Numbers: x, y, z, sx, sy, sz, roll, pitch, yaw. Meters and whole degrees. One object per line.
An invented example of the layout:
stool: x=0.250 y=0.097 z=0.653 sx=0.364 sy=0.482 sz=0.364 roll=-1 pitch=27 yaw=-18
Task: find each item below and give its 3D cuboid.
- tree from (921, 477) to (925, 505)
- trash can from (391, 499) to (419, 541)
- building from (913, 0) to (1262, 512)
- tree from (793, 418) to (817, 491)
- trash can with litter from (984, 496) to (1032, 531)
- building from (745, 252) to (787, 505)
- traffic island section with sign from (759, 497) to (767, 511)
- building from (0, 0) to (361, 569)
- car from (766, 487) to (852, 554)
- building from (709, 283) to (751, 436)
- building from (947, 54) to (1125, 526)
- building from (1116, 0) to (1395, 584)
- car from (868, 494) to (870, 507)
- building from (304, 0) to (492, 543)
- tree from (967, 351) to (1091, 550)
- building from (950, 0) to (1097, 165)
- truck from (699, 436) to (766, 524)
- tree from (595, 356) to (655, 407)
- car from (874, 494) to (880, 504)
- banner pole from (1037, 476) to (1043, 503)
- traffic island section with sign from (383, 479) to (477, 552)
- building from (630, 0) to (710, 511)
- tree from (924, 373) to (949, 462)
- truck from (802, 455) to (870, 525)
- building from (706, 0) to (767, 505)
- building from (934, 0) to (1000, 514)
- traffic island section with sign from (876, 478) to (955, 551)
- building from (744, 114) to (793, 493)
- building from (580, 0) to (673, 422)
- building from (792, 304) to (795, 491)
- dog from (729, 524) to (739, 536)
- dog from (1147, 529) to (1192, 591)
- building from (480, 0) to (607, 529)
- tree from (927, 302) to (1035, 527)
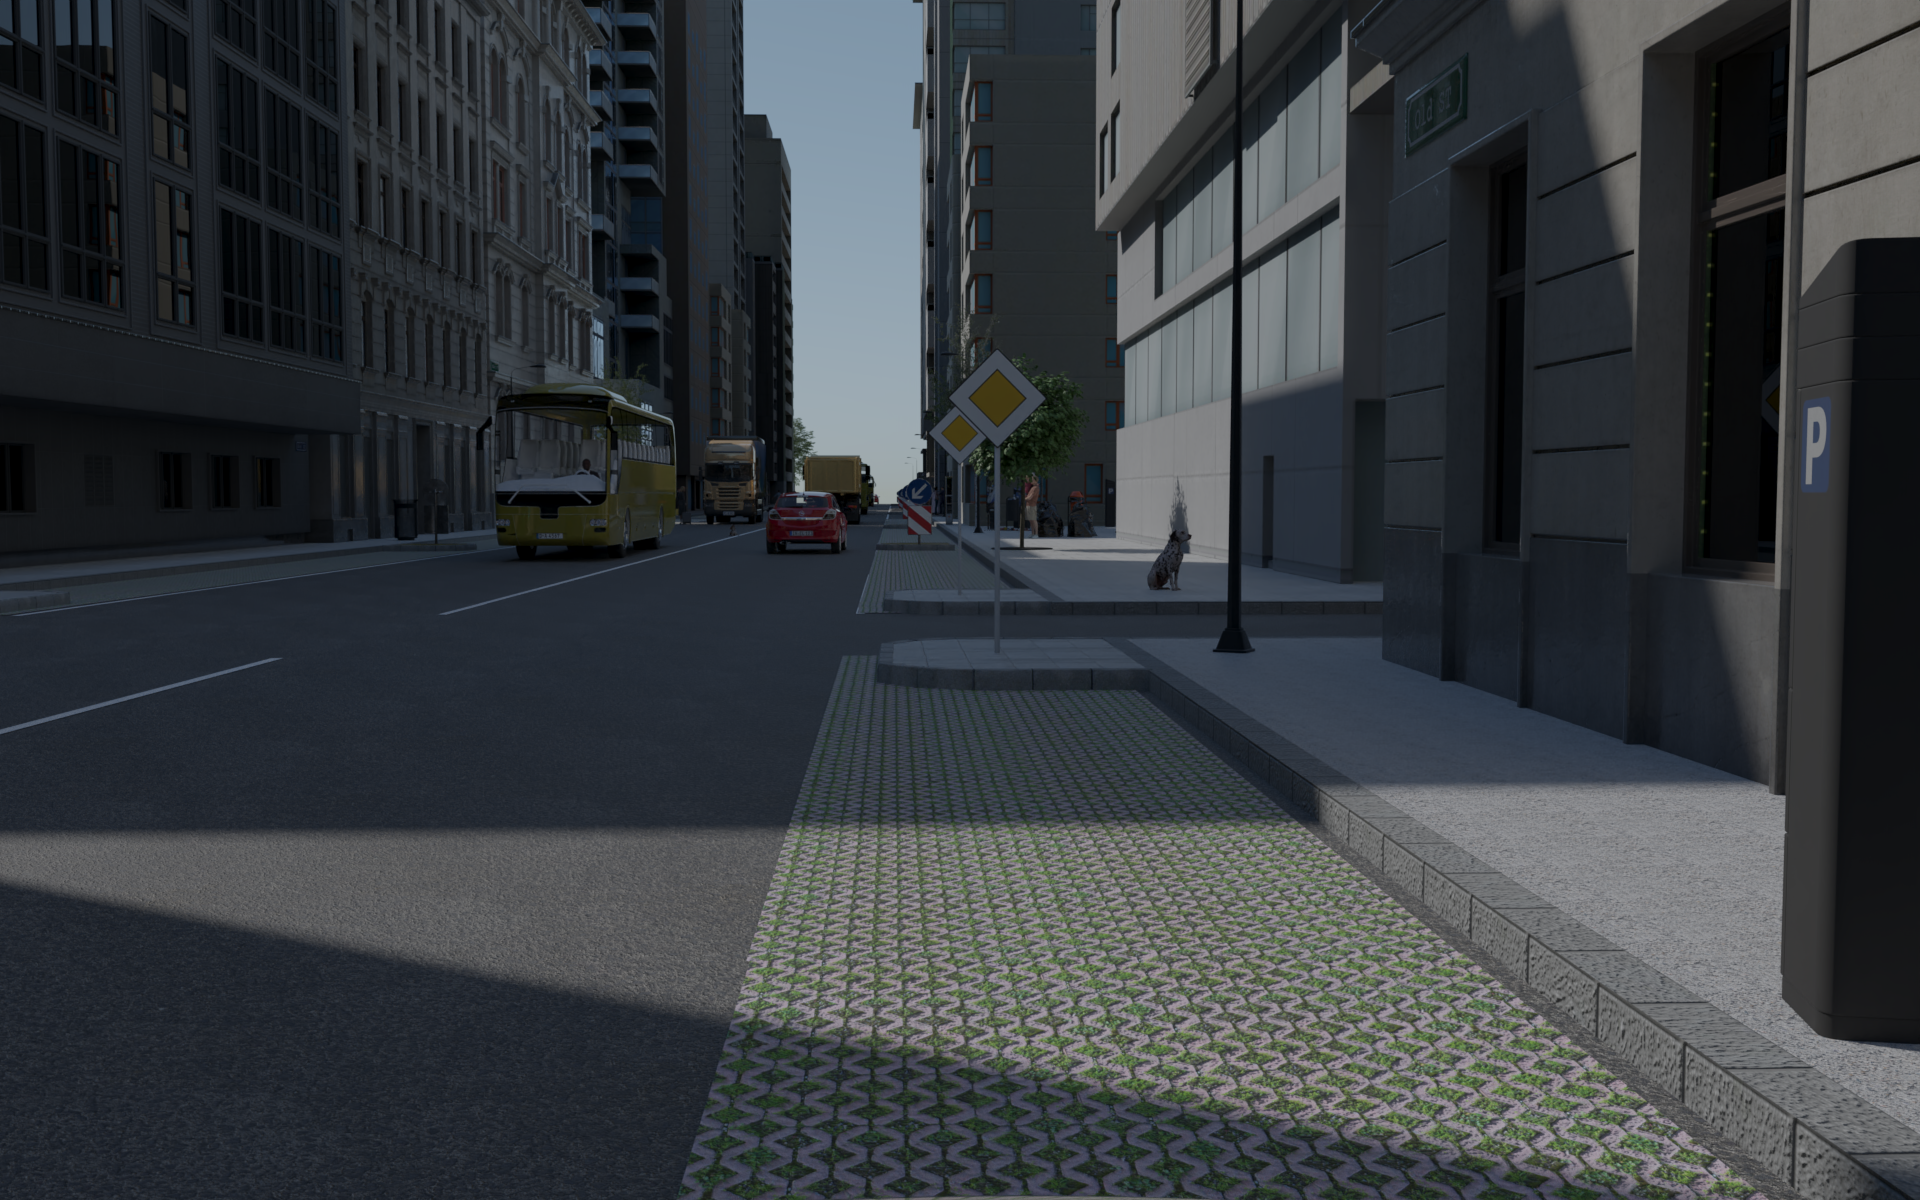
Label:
tree: x=-4.107 y=-11.557 z=183.563 sx=1.663 sy=3.219 sz=1.824 roll=0 pitch=3 yaw=0
trash can: x=-15.350 y=-2.221 z=47.963 sx=0.748 sy=1.137 sz=0.748 roll=0 pitch=3 yaw=0
building: x=10.197 y=-34.856 z=159.141 sx=28.713 sy=52.752 sz=27.495 roll=0 pitch=4 yaw=-2
tree: x=-24.406 y=-20.648 z=255.724 sx=7.486 sy=12.596 sz=7.792 roll=0 pitch=3 yaw=0
trash can with litter: x=2.086 y=-3.005 z=60.197 sx=2.233 sy=1.210 sz=1.678 roll=3 pitch=4 yaw=37
building: x=-28.341 y=-26.642 z=207.305 sx=14.160 sy=30.474 sz=14.107 roll=0 pitch=4 yaw=-2
traffic island section with sign: x=-17.338 y=-8.550 z=148.426 sx=1.989 sy=1.847 sz=2.006 roll=0 pitch=4 yaw=-2
building: x=-21.879 y=-14.590 z=32.046 sx=14.314 sy=27.812 sz=24.014 roll=0 pitch=4 yaw=-2
car: x=-3.772 y=-2.077 z=42.999 sx=2.155 sy=1.783 sz=4.494 roll=0 pitch=4 yaw=-1
building: x=-33.916 y=-19.033 z=156.231 sx=27.650 sy=21.520 sz=28.899 roll=0 pitch=4 yaw=-2
building: x=13.637 y=-14.573 z=83.311 sx=27.650 sy=21.520 sz=28.899 roll=0 pitch=4 yaw=-2
building: x=17.240 y=-27.239 z=34.595 sx=27.495 sy=52.752 sz=28.713 roll=0 pitch=4 yaw=-2
car: x=-11.425 y=-11.546 z=197.449 sx=2.281 sy=1.827 sz=5.304 roll=0 pitch=4 yaw=-2
building: x=-21.397 y=-12.492 z=53.388 sx=9.793 sy=20.994 sz=18.267 roll=0 pitch=4 yaw=-2
tree: x=1.372 y=-3.449 z=40.099 sx=4.285 sy=4.588 sz=4.351 roll=0 pitch=3 yaw=0
building: x=6.330 y=-26.059 z=109.661 sx=14.154 sy=41.232 sz=14.086 roll=0 pitch=4 yaw=-2
truck: x=-11.121 y=-5.931 z=85.880 sx=2.839 sy=4.237 sz=11.283 roll=0 pitch=4 yaw=-3
tree: x=-17.928 y=-8.654 z=91.859 sx=4.737 sy=8.622 sz=4.395 roll=0 pitch=3 yaw=0
car: x=-12.617 y=-14.753 z=250.244 sx=2.155 sy=1.783 sz=4.494 roll=0 pitch=4 yaw=-4
banner pole: x=2.433 y=-3.997 z=55.375 sx=0.863 sy=3.779 sz=0.401 roll=-3 pitch=4 yaw=-38
traffic island section with sign: x=-13.360 y=-2.155 z=43.855 sx=1.989 sy=1.847 sz=2.006 roll=0 pitch=4 yaw=-2
building: x=-27.142 y=-29.588 z=133.882 sx=14.600 sy=45.320 sz=14.200 roll=0 pitch=4 yaw=-2
tree: x=-0.107 y=-9.153 z=100.014 sx=4.737 sy=8.622 sz=4.395 roll=0 pitch=3 yaw=0
truck: x=-6.139 y=-5.440 z=84.869 sx=3.469 sy=3.379 sz=9.791 roll=0 pitch=4 yaw=-3
building: x=-31.840 y=-45.881 z=188.399 sx=20.563 sy=71.187 sz=20.611 roll=0 pitch=4 yaw=-2
building: x=8.540 y=-36.024 z=130.995 sx=21.231 sy=58.520 sz=28.212 roll=0 pitch=4 yaw=-2
traffic island section with sign: x=-1.160 y=-2.195 z=44.521 sx=1.989 sy=1.847 sz=2.006 roll=0 pitch=4 yaw=-2
building: x=-33.071 y=-36.740 z=224.408 sx=21.300 sy=48.544 sz=21.600 roll=0 pitch=4 yaw=-2
building: x=-29.751 y=-48.763 z=109.939 sx=22.319 sy=86.520 sz=31.000 roll=0 pitch=4 yaw=-2
building: x=-30.772 y=-28.835 z=243.152 sx=14.160 sy=30.474 sz=14.107 roll=0 pitch=4 yaw=-2
dog: x=-7.699 y=-2.397 z=59.392 sx=0.550 sy=0.427 sz=0.748 roll=2 pitch=4 yaw=32
dog: x=2.760 y=-0.545 z=23.289 sx=0.513 sy=0.831 sz=0.800 roll=-1 pitch=4 yaw=-9
building: x=-23.813 y=-17.527 z=73.953 sx=14.401 sy=28.519 sz=23.554 roll=0 pitch=4 yaw=-2
tree: x=0.697 y=-7.083 z=66.166 sx=4.360 sy=8.622 sz=3.978 roll=0 pitch=3 yaw=0
